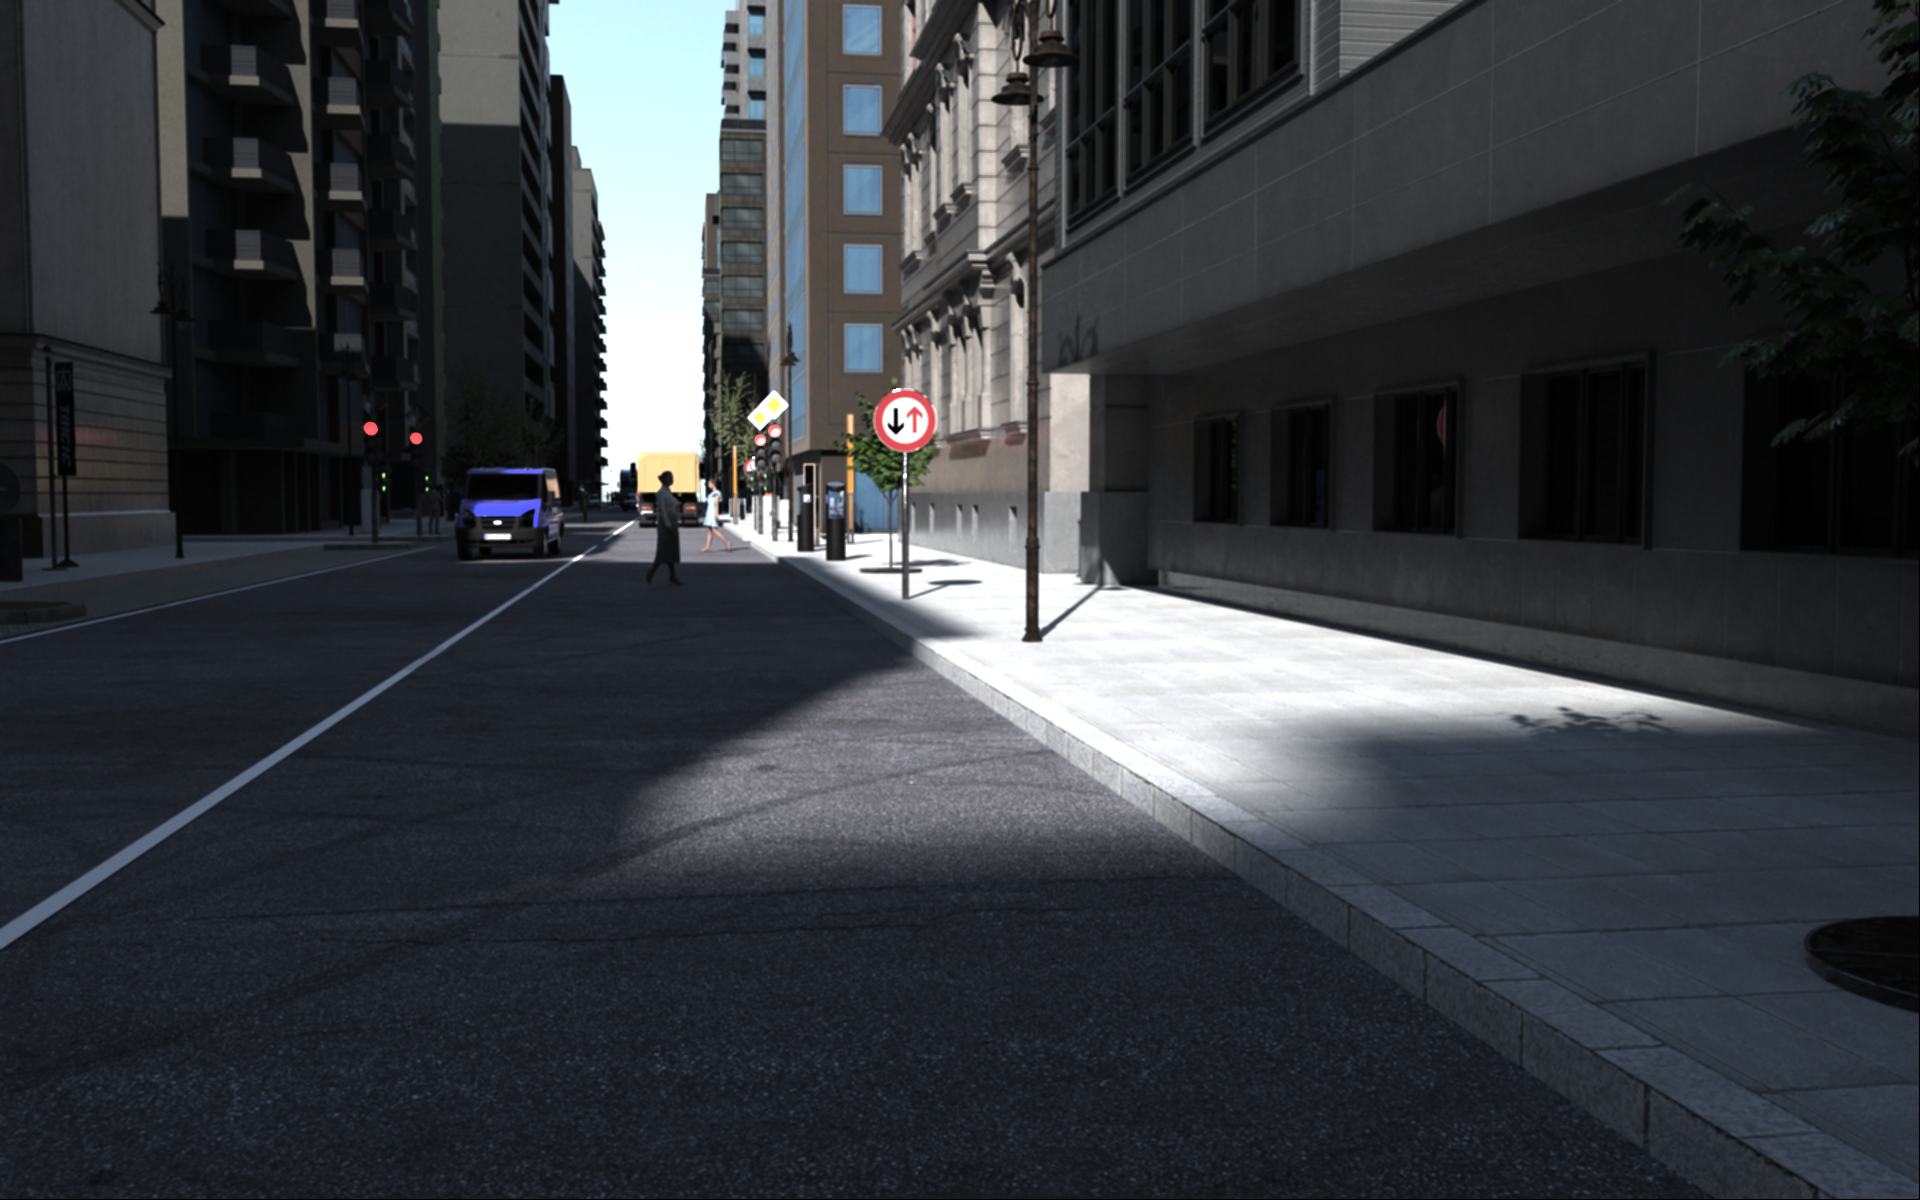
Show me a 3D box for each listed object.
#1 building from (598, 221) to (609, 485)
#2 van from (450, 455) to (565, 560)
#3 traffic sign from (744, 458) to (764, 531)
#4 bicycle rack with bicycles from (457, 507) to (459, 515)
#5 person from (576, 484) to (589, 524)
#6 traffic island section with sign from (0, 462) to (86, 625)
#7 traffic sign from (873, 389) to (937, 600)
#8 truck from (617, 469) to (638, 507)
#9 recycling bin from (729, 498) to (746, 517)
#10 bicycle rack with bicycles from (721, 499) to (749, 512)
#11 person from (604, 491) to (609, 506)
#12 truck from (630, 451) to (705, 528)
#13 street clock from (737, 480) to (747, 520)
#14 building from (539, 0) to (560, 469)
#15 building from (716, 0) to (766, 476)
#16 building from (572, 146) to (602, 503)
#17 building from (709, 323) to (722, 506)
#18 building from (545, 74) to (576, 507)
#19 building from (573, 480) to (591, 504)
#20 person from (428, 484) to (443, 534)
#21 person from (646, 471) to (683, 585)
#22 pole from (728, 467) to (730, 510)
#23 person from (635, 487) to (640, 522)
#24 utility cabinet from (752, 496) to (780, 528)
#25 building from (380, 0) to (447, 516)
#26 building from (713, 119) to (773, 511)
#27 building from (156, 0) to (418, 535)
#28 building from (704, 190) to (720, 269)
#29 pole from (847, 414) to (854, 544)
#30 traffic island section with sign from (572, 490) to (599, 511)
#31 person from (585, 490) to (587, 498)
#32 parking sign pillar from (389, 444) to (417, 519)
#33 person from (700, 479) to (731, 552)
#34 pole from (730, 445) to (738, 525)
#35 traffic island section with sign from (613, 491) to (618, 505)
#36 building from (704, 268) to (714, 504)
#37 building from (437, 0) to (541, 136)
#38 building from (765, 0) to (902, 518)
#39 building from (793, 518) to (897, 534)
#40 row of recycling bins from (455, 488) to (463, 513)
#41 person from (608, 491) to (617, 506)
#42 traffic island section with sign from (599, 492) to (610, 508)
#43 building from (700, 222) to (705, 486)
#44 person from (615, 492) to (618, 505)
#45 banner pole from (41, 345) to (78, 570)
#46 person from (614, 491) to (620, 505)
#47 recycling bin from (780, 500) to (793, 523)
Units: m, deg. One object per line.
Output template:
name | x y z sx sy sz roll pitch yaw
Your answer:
building | -65.982 -37.488 267.545 22.147 44.769 28.867 -1 4 -9
van | -10.243 -2.150 39.543 2.240 2.365 5.245 0 4 -8
traffic sign | -7.149 -3.694 60.506 0.768 2.556 0.104 0 4 -2
bicycle rack with bicycles | -33.118 -6.520 119.987 2.925 0.926 2.852 3 4 36
person | -18.339 -4.667 84.171 0.474 1.900 0.648 1 4 16
traffic island section with sign | -11.125 -0.671 19.591 1.989 1.847 2.006 -1 4 -9
traffic sign | -0.662 -1.280 21.026 0.768 2.556 0.104 0 4 -1
truck | -36.348 -12.377 192.120 2.967 4.110 18.799 -1 4 -10
recycling bin | -12.734 -5.298 99.177 0.722 1.027 0.722 -3 4 -37
bicycle rack with bicycles | -16.323 -6.891 126.054 2.925 0.926 2.852 -1 4 -21
person | -41.187 -11.784 201.693 0.750 1.759 0.617 0 4 1
truck | -13.057 -4.990 77.511 3.469 3.379 9.791 -1 4 -10
street clock | -10.859 -5.005 86.398 0.471 2.002 0.358 1 4 13
building | -51.907 -34.853 159.078 28.713 52.752 27.495 -1 4 -9
building | -10.596 -33.064 160.202 23.786 49.044 30.456 -1 4 -9
building | -61.776 -37.853 242.595 21.300 48.544 21.600 -1 4 -9
building | -13.448 -21.197 191.610 27.650 21.520 28.899 -1 4 -9
building | -47.830 -32.474 181.060 14.600 45.320 14.200 -1 4 -9
building | -63.664 -32.244 219.075 32.217 40.220 23.993 -1 4 -9
person | -18.551 -3.216 61.261 0.511 1.800 0.466 0 4 5
person | -4.698 -1.144 27.427 0.641 1.798 0.478 2 4 25
pole | -17.143 -8.263 128.938 0.158 3.312 0.155 0 3 0
person | -16.226 -4.875 88.182 0.580 1.828 0.573 0 4 2
utility cabinet | -7.248 -3.275 64.709 1.020 1.237 0.306 0 4 0
building | -36.895 -25.234 96.170 14.154 41.232 14.086 -1 4 -9
building | -12.013 -22.377 137.558 14.160 30.474 14.107 -1 4 -9
building | -33.073 -25.073 64.575 22.147 44.769 28.867 -1 4 -9
building | -29.838 -36.780 251.470 14.600 45.320 14.200 -1 4 -9
pole | -2.806 -3.084 44.268 0.158 3.312 0.155 0 3 0
traffic island section with sign | -32.585 -8.647 150.000 1.989 1.847 2.006 -1 4 -9
person | -31.024 -8.231 143.803 0.721 1.735 1.217 0 4 8
parking sign pillar | -28.882 -6.199 89.826 1.447 3.967 1.447 0 4 -4
person | -6.069 -2.099 42.920 0.778 1.811 0.616 0 4 -5
pole | -9.431 -4.824 72.712 0.158 3.312 0.155 0 3 0
traffic island section with sign | -46.318 -13.745 233.354 1.989 1.847 2.006 -1 4 -9
building | -25.866 -27.612 223.165 14.160 30.474 14.107 -1 4 -9
building | -44.422 -31.309 135.599 21.300 48.544 21.600 -1 4 -9
building | -5.383 -28.353 113.686 14.600 45.320 14.200 -1 4 -9
building | 1.085 -25.200 62.136 14.200 45.320 14.600 -1 4 -9
row of recycling bins | -33.529 -6.712 116.861 3.534 1.692 1.069 -1 4 -11
person | -39.875 -11.623 198.514 1.348 1.826 0.705 -2 4 -31
traffic island section with sign | -37.069 -10.309 177.176 1.989 1.847 2.006 -1 4 -9
building | -29.588 -37.866 273.740 22.147 44.769 28.867 -1 4 -9
person | -45.643 -13.531 230.658 0.541 1.710 0.530 -1 4 -20
banner pole | -15.102 -2.388 29.066 0.863 3.779 0.401 2 4 27
person | -43.295 -12.914 219.732 0.705 1.812 1.348 3 5 41
recycling bin | -7.660 -3.898 76.286 0.722 1.027 0.722 1 4 13
